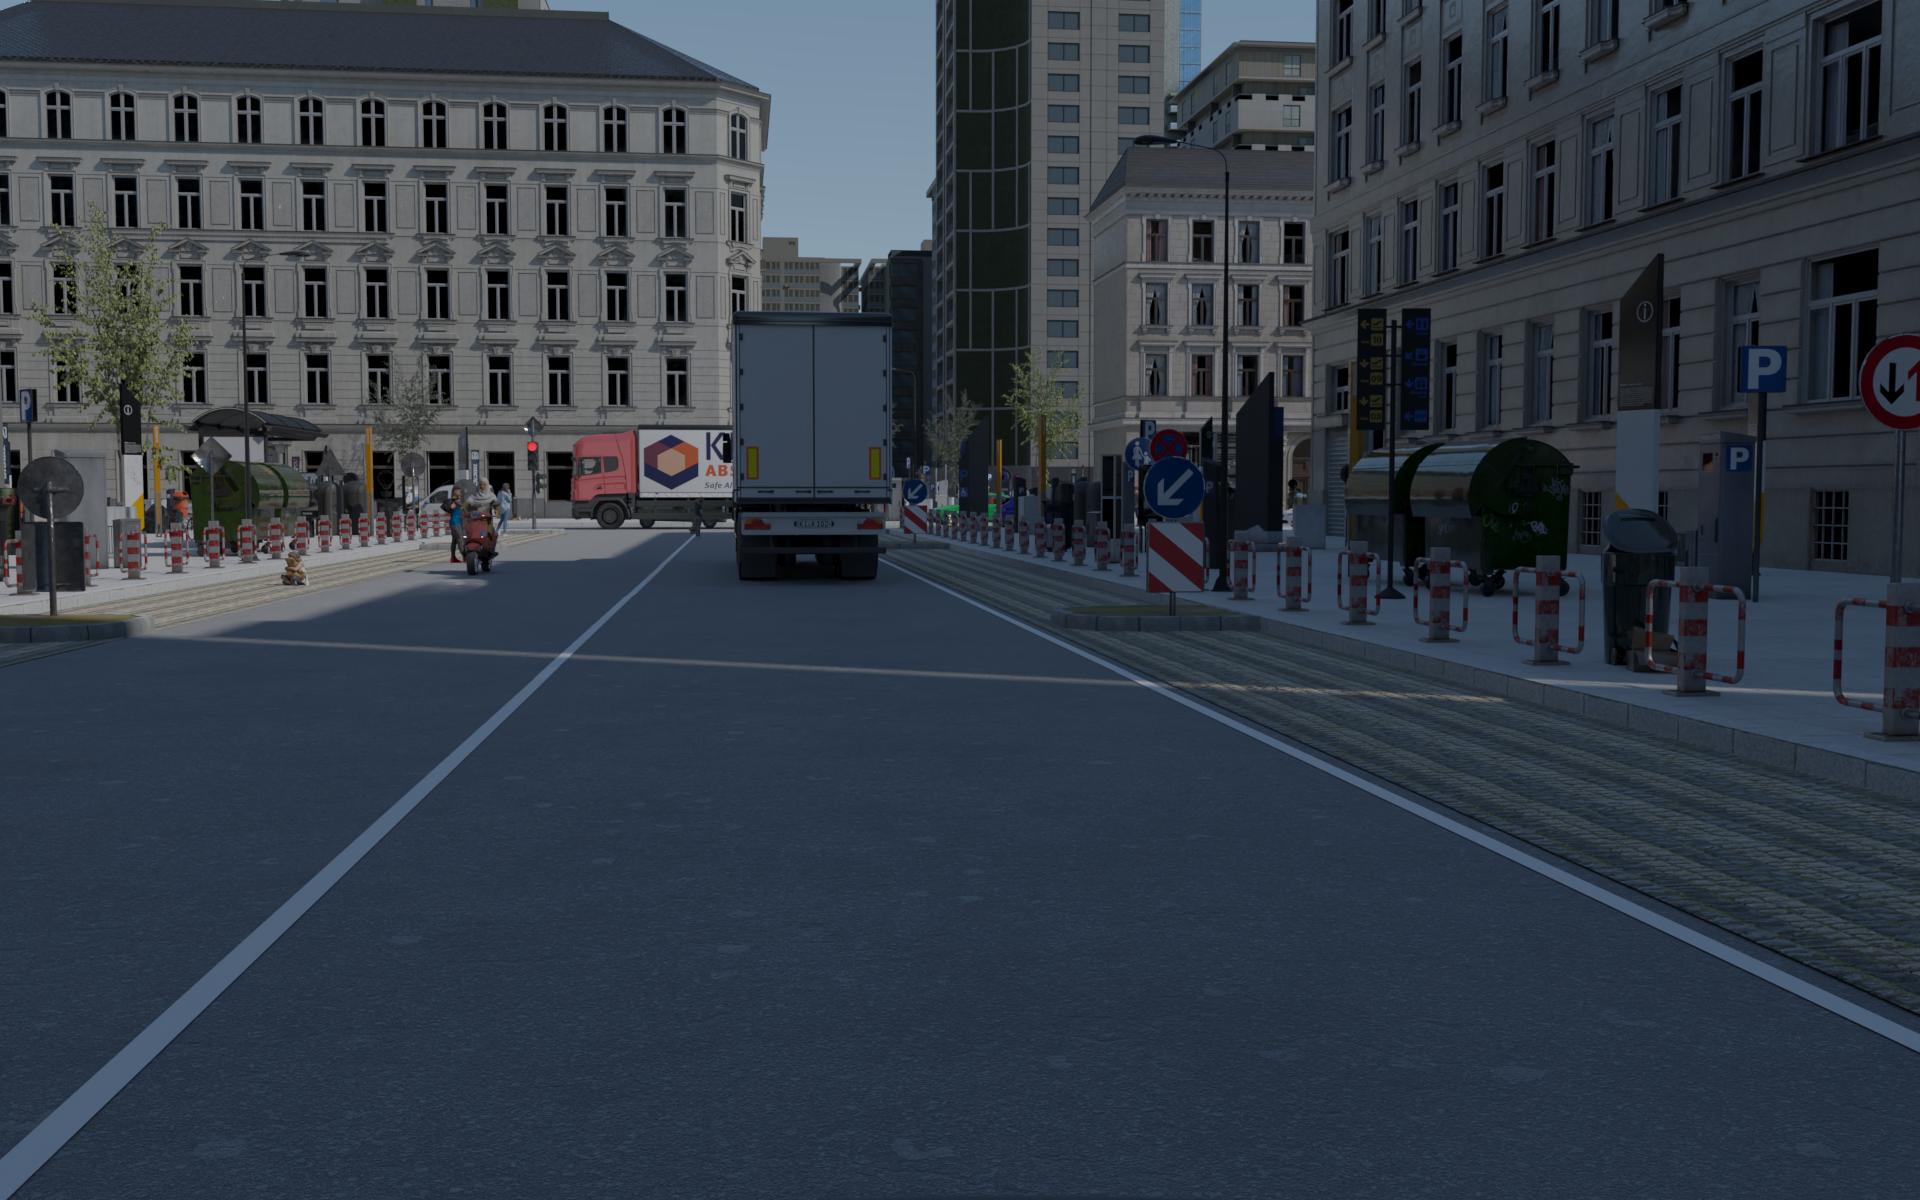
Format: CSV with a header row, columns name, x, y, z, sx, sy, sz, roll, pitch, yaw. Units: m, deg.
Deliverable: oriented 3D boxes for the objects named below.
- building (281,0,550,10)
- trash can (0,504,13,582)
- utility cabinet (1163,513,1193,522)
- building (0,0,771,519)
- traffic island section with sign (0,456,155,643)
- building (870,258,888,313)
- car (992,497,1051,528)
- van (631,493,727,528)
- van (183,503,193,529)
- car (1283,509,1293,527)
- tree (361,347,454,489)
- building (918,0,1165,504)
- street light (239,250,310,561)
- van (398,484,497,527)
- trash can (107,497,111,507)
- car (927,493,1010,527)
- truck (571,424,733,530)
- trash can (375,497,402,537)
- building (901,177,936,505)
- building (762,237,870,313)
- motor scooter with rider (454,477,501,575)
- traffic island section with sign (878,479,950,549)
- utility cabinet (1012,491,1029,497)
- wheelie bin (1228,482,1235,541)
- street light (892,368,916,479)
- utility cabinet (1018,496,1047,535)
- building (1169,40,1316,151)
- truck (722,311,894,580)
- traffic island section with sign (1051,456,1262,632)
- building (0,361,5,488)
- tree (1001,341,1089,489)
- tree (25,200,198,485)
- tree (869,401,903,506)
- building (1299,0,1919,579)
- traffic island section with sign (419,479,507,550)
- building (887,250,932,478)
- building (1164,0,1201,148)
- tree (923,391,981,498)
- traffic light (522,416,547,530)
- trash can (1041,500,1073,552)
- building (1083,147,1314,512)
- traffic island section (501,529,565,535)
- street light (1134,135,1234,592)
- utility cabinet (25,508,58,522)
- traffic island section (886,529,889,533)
name,x,y,z,sx,sy,sz,roll,pitch,yaw
building,-60.264,-39.923,194.738,28.212,58.520,21.231,0,4,-7
trash can,-14.232,-0.833,25.276,0.748,1.137,0.748,0,3,0
utility cabinet,6.101,-2.445,48.647,0.318,1.500,1.173,3,5,40
building,-32.653,-19.518,95.534,44.131,29.872,17.030,0,4,-7
traffic island section with sign,-9.335,-0.540,17.462,1.989,1.847,2.006,0,4,-7
building,-3.002,-35.202,267.439,23.993,40.220,32.217,0,4,-7
car,3.341,-3.643,72.145,3.894,1.354,1.945,-1,4,-9
van,-11.968,-4.086,73.821,4.112,2.044,2.013,0,4,-8
van,-29.990,-3.909,70.923,4.112,2.044,2.013,0,4,-5
car,15.707,-3.656,72.141,4.827,1.381,2.083,0,4,-8
tree,-27.388,-8.297,86.023,4.360,8.622,3.978,0,3,0
building,6.804,-44.361,163.550,20.563,71.187,20.611,0,4,-7
street light,-13.069,-3.702,33.071,1.470,5.913,1.316,0,4,-7
van,-21.888,-4.084,73.792,4.112,2.044,2.013,-1,4,-9
trash can,-41.434,-4.410,83.763,0.748,1.137,0.748,0,3,0
car,0.889,-4.064,75.241,4.718,1.807,1.959,-1,4,-8
truck,-10.875,-5.029,71.140,11.283,4.237,2.839,-1,4,-9
trash can,-17.074,-2.447,51.665,0.748,1.137,0.748,0,3,0
building,9.828,-30.379,188.579,32.217,40.220,23.993,0,4,-7
building,-27.400,-35.044,264.857,23.993,40.220,32.217,0,4,-7
motor scooter with rider,-8.710,-1.365,31.278,0.876,1.779,1.986,0,4,-6
traffic island section with sign,-1.365,-2.264,45.637,1.989,1.847,2.006,0,4,-7
utility cabinet,4.093,-6.544,115.667,1.173,1.500,0.318,1,4,11
wheelie bin,6.973,-2.269,45.002,0.693,1.594,0.980,1,4,12
street light,-2.199,-5.566,63.552,1.470,5.913,1.316,0,4,-7
utility cabinet,2.284,-2.654,54.554,1.020,1.237,0.306,-3,5,-43
building,39.160,-37.562,203.379,27.495,52.752,28.713,0,4,-7
truck,-2.998,-2.649,32.227,2.839,4.237,11.283,0,4,-8
traffic island section with sign,2.046,-0.628,18.898,1.989,1.847,2.006,0,4,-7
building,-41.217,-13.587,41.209,30.058,24.678,14.314,0,4,-7
tree,4.145,-8.198,84.397,4.737,8.622,4.395,0,3,0
tree,-21.028,-5.698,43.524,4.737,8.622,4.395,0,3,0
tree,-7.673,-11.697,141.605,4.360,8.622,3.978,0,3,0
building,19.942,-12.676,40.544,16.112,22.955,30.059,0,4,-7
traffic island section with sign,-12.809,-2.212,44.801,1.989,1.847,2.006,0,4,-7
building,-1.872,-26.597,206.558,14.160,30.474,14.107,0,4,-7
building,24.915,-58.214,264.471,31.000,86.520,22.319,0,4,-7
tree,-0.314,-10.401,120.420,4.360,8.622,3.978,0,3,0
traffic light,-15.378,-4.501,62.517,0.839,4.253,0.868,0,4,-7
trash can,2.159,-1.641,38.484,0.748,1.137,0.748,0,3,0
building,9.720,-15.110,97.965,40.483,20.767,10.553,0,4,-7
traffic island section,-15.419,-2.469,62.647,2.009,0.180,2.903,0,4,-7
street light,2.939,-3.063,22.625,1.470,5.913,1.316,0,4,-7
utility cabinet,-24.382,-2.308,46.417,0.318,1.500,1.173,3,4,37
traffic island section,-3.721,-2.559,64.128,2.009,0.180,2.903,0,4,-7
